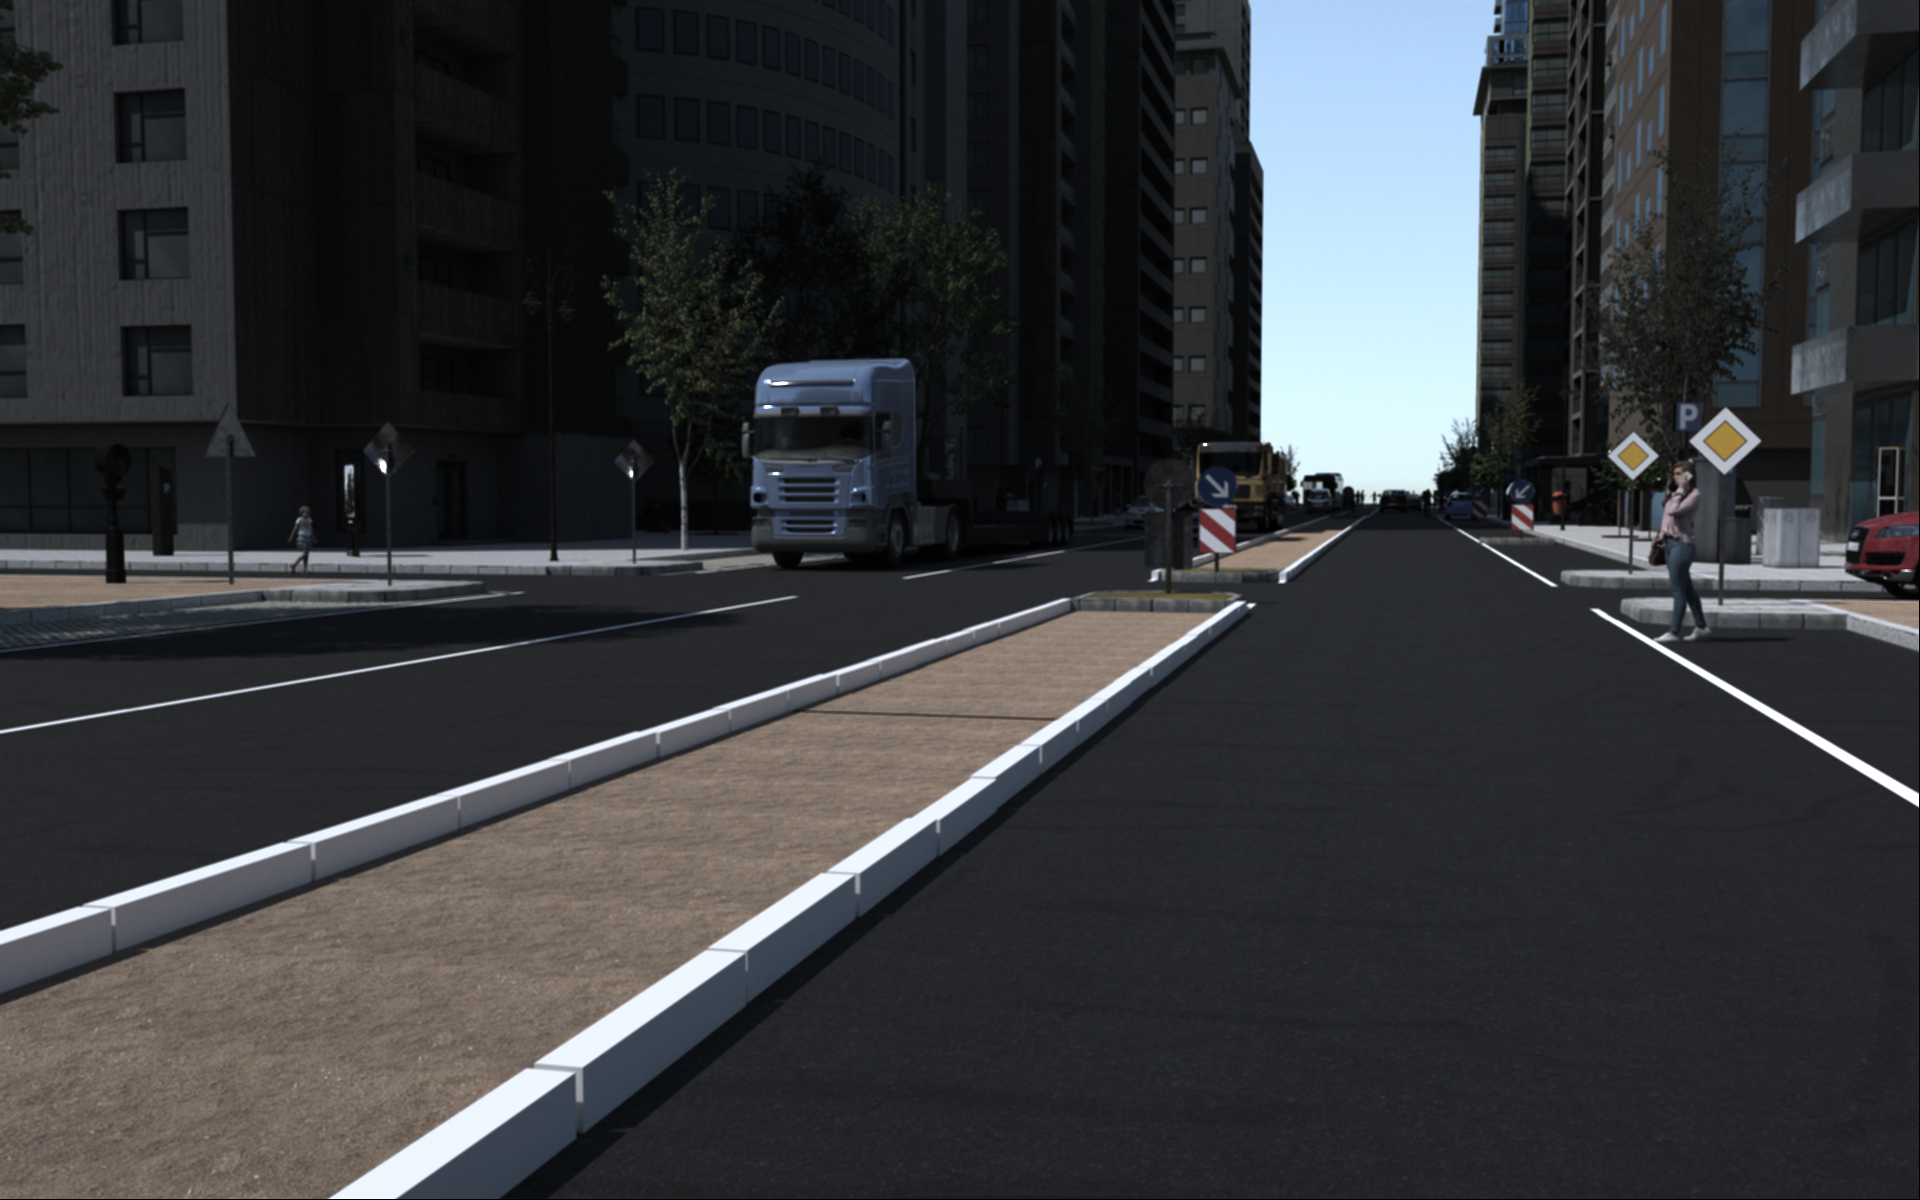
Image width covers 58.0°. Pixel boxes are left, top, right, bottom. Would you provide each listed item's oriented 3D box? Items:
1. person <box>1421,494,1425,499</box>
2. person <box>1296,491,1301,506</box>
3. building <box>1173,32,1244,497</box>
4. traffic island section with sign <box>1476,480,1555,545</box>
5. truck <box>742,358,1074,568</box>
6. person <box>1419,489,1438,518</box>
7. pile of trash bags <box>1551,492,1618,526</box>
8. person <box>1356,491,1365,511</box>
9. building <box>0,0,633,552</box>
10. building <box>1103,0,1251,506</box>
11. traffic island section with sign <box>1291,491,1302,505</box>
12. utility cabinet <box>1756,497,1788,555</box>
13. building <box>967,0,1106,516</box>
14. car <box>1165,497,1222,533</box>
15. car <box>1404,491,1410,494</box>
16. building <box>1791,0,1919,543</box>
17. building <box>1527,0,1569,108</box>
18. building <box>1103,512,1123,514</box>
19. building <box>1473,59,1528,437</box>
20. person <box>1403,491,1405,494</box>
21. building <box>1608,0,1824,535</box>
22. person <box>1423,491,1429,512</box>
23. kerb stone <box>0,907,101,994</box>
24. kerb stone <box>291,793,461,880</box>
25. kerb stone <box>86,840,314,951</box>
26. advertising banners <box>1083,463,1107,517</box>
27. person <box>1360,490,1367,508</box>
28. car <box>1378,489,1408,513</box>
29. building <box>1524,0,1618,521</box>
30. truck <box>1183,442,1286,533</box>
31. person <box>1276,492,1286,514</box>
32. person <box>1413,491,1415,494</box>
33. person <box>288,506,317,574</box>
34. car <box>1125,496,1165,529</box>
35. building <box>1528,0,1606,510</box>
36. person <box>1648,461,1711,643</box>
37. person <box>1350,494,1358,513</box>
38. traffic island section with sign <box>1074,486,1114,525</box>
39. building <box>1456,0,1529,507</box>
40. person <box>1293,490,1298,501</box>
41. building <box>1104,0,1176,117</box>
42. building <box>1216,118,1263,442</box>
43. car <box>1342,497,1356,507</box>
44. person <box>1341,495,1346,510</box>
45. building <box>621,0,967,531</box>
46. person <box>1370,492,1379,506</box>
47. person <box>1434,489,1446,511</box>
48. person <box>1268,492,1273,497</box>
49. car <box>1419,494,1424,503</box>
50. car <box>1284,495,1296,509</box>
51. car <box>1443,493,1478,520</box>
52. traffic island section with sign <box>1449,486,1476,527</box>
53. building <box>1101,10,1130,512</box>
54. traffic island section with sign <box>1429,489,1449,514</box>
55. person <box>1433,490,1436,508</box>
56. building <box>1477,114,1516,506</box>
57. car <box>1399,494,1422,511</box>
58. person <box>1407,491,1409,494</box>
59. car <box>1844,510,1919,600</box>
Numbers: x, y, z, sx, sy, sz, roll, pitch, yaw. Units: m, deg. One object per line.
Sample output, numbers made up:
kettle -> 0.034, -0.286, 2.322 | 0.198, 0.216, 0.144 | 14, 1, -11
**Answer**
person -> 60.150, -13.156, 223.685 | 1.350, 1.814, 0.705 | 2, 4, 33
person -> 42.072, -12.693, 216.112 | 1.350, 1.814, 0.705 | -2, 4, -33
building -> 18.074, -37.732, 206.150 | 28.713, 52.752, 27.495 | 1, 4, 14
traffic island section with sign -> 16.057, -2.529, 49.979 | 1.989, 1.847, 2.006 | 1, 4, 14
truck -> -0.459, -3.090, 40.278 | 2.967, 4.110, 18.799 | 1, 4, 16
person -> 28.201, -5.819, 104.365 | 1.217, 1.743, 0.721 | 1, 4, 14
pile of trash bags -> 25.435, -3.652, 69.464 | 3.447, 1.369, 1.912 | 0, 4, -2
person -> 34.160, -8.518, 148.493 | 1.217, 1.735, 0.721 | 3, 4, 39
building -> -17.925, -16.668, 44.229 | 14.160, 30.474, 14.107 | 1, 4, 14
building -> 32.955, -49.577, 248.835 | 20.563, 71.187, 20.611 | 1, 4, 14
traffic island section with sign -> 45.317, -13.835, 234.822 | 1.989, 1.847, 2.006 | 1, 4, 14
utility cabinet -> 17.180, -1.557, 36.626 | 0.306, 1.237, 1.020 | 3, 5, 44
building -> 0.259, -25.428, 99.344 | 14.154, 41.232, 14.086 | 1, 4, 14
car -> 7.601, -2.633, 55.636 | 1.945, 1.354, 3.894 | 1, 4, 13
car -> 51.836, -11.862, 202.608 | 2.281, 1.827, 5.304 | 1, 4, 16
building -> 34.008, -25.405, 34.974 | 30.456, 49.044, 23.786 | 1, 4, 14
building -> 49.616, -27.303, 130.000 | 14.154, 41.232, 14.086 | 1, 4, 14
building -> 1.183, -41.562, 117.786 | 20.563, 71.187, 20.611 | 1, 4, 14
building -> 76.219, -37.745, 206.369 | 28.713, 52.752, 27.495 | 1, 4, 14
person -> 44.385, -10.044, 173.277 | 0.990, 1.755, 0.434 | 2, 4, 34
building -> 30.385, -24.960, 58.211 | 14.600, 45.320, 14.200 | 1, 4, 14
person -> 37.668, -7.989, 139.921 | 0.445, 1.727, 0.742 | 1, 4, 17
kerb stone -> -2.805, 1.058, 4.890 | 0.120, 0.150, 1.000 | 1, 4, 14
kerb stone -> -2.308, 0.937, 6.875 | 0.120, 0.150, 1.000 | 1, 4, 14
kerb stone -> -2.560, 0.998, 5.882 | 0.120, 0.150, 1.000 | 1, 4, 14
advertising banners -> 7.510, -6.094, 95.827 | 0.090, 3.025, 2.074 | 3, 5, 42
person -> 41.228, -10.313, 176.988 | 0.599, 1.838, 0.709 | -1, 4, -11
car -> 33.993, -7.783, 135.924 | 2.281, 1.827, 5.304 | 1, 4, 13
building -> 44.824, -23.969, 83.768 | 32.217, 40.220, 23.993 | 1, 4, 14
truck -> 10.790, -4.316, 66.491 | 3.469, 3.379, 9.791 | 1, 4, 15
person -> 22.902, -7.037, 123.430 | 0.709, 1.838, 0.599 | 2, 4, 26
person -> 43.887, -9.687, 167.402 | 1.217, 1.766, 0.721 | 3, 5, 44
person -> -11.768, -1.073, 31.052 | 0.382, 1.210, 0.505 | 1, 4, 19
car -> 8.032, -3.669, 72.357 | 2.083, 1.381, 4.827 | 1, 4, 13
building -> 48.623, -41.176, 111.476 | 20.563, 71.187, 20.611 | 1, 4, 14
person -> 7.026, -0.470, 16.776 | 0.643, 1.750, 0.593 | 0, 4, 1
person -> 30.344, -7.637, 134.066 | 1.217, 1.736, 0.721 | -2, 4, -24
traffic island section with sign -> 6.043, -4.340, 79.591 | 1.989, 1.847, 2.006 | 1, 4, 14
building -> 80.054, -56.380, 234.481 | 22.319, 86.520, 31.000 | 1, 4, 14
person -> 34.048, -10.263, 176.311 | 0.705, 1.822, 1.348 | 3, 5, 45
building -> 5.356, -31.558, 139.678 | 21.300, 48.544, 21.600 | 1, 4, 14
building -> 28.318, -37.019, 228.968 | 21.300, 48.544, 21.600 | 1, 4, 14
car -> 42.745, -11.088, 191.083 | 2.009, 1.686, 4.222 | 1, 4, 16
person -> 33.756, -8.857, 153.834 | 1.217, 1.766, 0.721 | 0, 4, 6
building -> -13.274, -32.429, 72.219 | 21.231, 58.520, 28.212 | 1, 4, 14
person -> 50.082, -12.241, 209.349 | 1.217, 1.736, 0.721 | 0, 4, -2
person -> 39.992, -8.286, 143.912 | 0.705, 1.831, 1.348 | -2, 4, -33
person -> 18.848, -5.852, 104.961 | 0.721, 1.735, 1.217 | 3, 5, 43
car -> 65.528, -14.369, 244.519 | 1.945, 1.707, 3.694 | 1, 4, 15
car -> 30.715, -9.248, 163.564 | 2.083, 1.381, 4.827 | 1, 4, 13
car -> 28.381, -5.416, 98.145 | 1.945, 1.707, 3.694 | 1, 4, 13
traffic island section with sign -> 22.674, -4.127, 76.112 | 1.989, 1.847, 2.006 | 1, 4, 14
building -> 10.678, -44.105, 159.373 | 20.563, 71.187, 20.611 | 1, 4, 14
traffic island section with sign -> 34.988, -7.104, 124.785 | 1.989, 1.847, 2.006 | 1, 4, 14
person -> 47.667, -10.109, 173.798 | 0.705, 1.823, 1.348 | 1, 4, 14
building -> 63.770, -30.872, 188.345 | 14.154, 41.232, 14.086 | 1, 4, 14
car -> 37.597, -8.311, 144.673 | 1.959, 1.807, 4.718 | 1, 4, 13
person -> 47.902, -10.733, 184.770 | 0.721, 1.735, 1.217 | 2, 4, 29
car -> 14.332, -0.832, 22.271 | 5.304, 1.827, 2.281 | 1, 4, 13
